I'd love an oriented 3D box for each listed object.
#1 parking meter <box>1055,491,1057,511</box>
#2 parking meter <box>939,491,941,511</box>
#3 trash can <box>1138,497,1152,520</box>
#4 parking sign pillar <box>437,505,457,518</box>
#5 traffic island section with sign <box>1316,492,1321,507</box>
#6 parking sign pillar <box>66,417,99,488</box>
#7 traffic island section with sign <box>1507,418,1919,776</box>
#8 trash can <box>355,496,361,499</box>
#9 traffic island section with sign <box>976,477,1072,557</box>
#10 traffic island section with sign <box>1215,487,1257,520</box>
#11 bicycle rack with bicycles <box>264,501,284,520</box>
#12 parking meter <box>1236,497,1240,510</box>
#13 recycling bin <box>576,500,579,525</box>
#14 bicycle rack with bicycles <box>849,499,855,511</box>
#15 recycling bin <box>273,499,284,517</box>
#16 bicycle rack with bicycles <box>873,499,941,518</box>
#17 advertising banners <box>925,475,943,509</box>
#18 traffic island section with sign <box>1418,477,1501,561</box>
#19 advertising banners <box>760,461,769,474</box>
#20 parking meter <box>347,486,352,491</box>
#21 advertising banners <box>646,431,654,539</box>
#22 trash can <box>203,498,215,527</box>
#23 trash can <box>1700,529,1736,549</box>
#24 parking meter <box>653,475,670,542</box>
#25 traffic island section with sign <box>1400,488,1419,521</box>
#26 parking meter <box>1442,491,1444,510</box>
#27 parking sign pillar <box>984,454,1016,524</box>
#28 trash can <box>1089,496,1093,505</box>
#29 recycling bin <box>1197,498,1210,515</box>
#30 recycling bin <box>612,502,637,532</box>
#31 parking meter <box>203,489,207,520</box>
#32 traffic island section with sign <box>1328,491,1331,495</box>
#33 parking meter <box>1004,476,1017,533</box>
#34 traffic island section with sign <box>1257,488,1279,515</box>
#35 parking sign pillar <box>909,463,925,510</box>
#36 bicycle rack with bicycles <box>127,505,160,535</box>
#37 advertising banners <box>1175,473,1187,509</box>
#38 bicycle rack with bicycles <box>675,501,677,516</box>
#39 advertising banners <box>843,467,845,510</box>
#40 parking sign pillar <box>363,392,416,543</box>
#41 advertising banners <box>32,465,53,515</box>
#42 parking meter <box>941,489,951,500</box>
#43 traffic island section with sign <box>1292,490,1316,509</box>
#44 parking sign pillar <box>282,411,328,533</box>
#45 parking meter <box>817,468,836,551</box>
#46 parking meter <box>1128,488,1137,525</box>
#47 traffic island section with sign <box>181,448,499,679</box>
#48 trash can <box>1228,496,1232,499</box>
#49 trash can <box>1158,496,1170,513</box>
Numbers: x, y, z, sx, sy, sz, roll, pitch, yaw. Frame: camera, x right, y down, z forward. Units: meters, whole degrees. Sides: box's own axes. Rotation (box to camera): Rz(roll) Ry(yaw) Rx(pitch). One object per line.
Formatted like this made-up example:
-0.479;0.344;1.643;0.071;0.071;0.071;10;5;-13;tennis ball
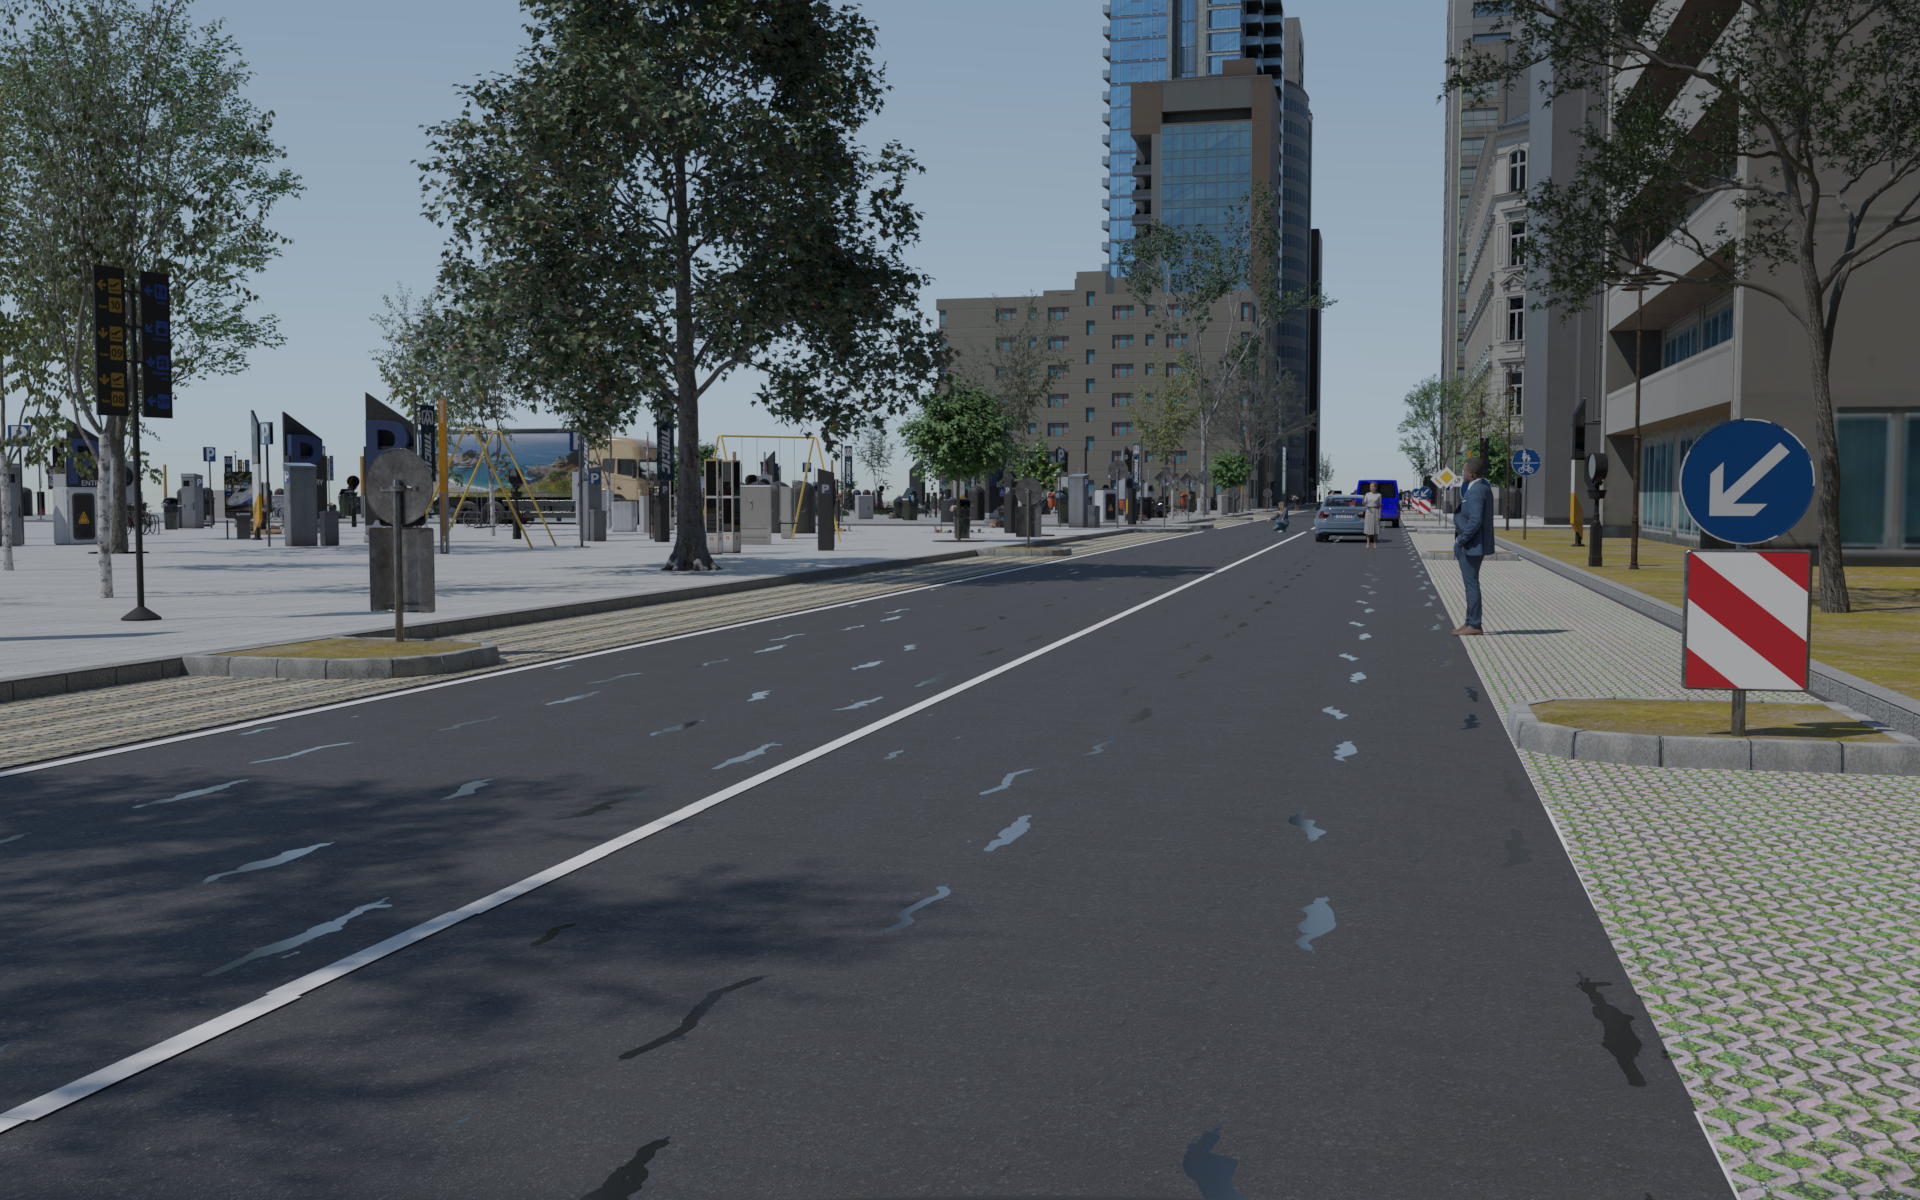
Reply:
7.593;-7.759;135.278;0.372;1.533;0.369;0;3;0;parking meter
-1.375;-7.386;129.176;0.372;1.533;0.369;0;3;0;parking meter
9.014;-4.447;84.361;0.748;1.137;0.748;0;3;0;trash can
-27.505;-6.418;93.402;1.447;3.967;1.447;1;4;13;parking sign pillar
40.072;-11.452;195.872;1.989;1.847;2.006;1;4;14;traffic island section with sign
-30.679;-4.430;60.907;1.447;3.967;1.447;-1;4;-20;parking sign pillar
4.198;-0.075;9.856;1.989;1.847;2.006;1;4;14;traffic island section with sign
-39.816;-6.311;114.835;0.748;1.137;0.748;0;3;0;trash can
1.555;-1.946;40.447;1.989;1.847;2.006;1;4;14;traffic island section with sign
15.046;-5.278;94.918;1.989;1.847;2.006;1;4;14;traffic island section with sign
-33.991;-4.454;86.206;2.852;0.926;2.925;-3;5;-41;bicycle rack with bicycles
22.278;-7.988;139.008;0.372;1.533;0.369;0;3;0;parking meter
-15.428;-3.596;71.341;0.722;1.027;0.722;-1;4;-9;recycling bin
-6.279;-6.519;119.965;2.852;0.926;2.925;2;4;28;bicycle rack with bicycles
-37.532;-5.085;95.692;0.722;1.027;0.722;-1;4;-15;recycling bin
-3.243;-5.494;103.204;2.852;0.926;2.925;-2;4;-28;bicycle rack with bicycles
-2.114;-9.059;144.303;2.074;3.025;0.090;-3;5;-43;advertising banners
11.150;-1.793;37.948;1.989;1.847;2.006;1;4;14;traffic island section with sign
-9.827;-5.934;93.215;2.074;3.025;0.090;-2;4;-31;advertising banners
-43.080;-7.131;122.309;0.255;1.863;0.399;-2;4;-33;parking meter
-8.829;-3.257;49.434;0.090;3.025;2.074;0;4;-4;advertising banners
-29.660;-3.456;68.159;0.748;1.137;0.748;0;3;0;trash can
11.110;-0.831;25.241;0.748;1.137;0.748;0;3;0;trash can
-7.953;-2.473;46.144;0.255;1.863;0.399;3;4;38;parking meter
24.408;-5.066;91.462;1.989;1.847;2.006;1;4;14;traffic island section with sign
37.938;-7.781;135.627;0.372;1.533;0.369;0;3;0;parking meter
1.770;-5.340;75.776;1.447;3.967;1.447;-2;4;-24;parking sign pillar
8.999;-6.751;122.032;0.748;1.137;0.748;0;3;0;trash can
15.079;-5.788;107.186;0.722;1.027;0.722;1;4;16;recycling bin
-11.356;-2.819;58.648;0.722;1.027;0.722;0;4;2;recycling bin
-37.223;-4.688;85.053;0.372;1.533;0.369;0;3;0;parking meter
60.005;-16.376;276.367;1.989;1.847;2.006;1;4;14;traffic island section with sign
1.653;-3.111;56.579;0.255;1.863;0.399;-3;5;-43;parking meter
21.593;-6.894;121.336;1.989;1.847;2.006;1;4;14;traffic island section with sign
-3.212;-8.671;130.241;1.447;3.967;1.447;3;5;41;parking sign pillar
-26.397;-2.521;54.596;2.852;0.926;2.925;1;4;13;bicycle rack with bicycles
18.908;-9.241;147.272;2.074;3.025;0.090;-3;5;-43;advertising banners
-15.740;-5.396;101.604;2.925;0.926;2.852;3;5;45;bicycle rack with bicycles
-7.611;-7.192;113.769;0.090;3.025;2.074;0;4;-6;advertising banners
-15.029;-3.502;45.734;1.447;3.967;1.447;0;4;-4;parking sign pillar
-55.659;-6.642;104.791;0.090;3.025;2.074;2;4;31;advertising banners
-0.617;-4.847;87.658;0.372;1.533;0.369;0;3;0;parking meter
33.577;-9.852;169.708;1.989;1.847;2.006;1;4;14;traffic island section with sign
-21.511;-4.186;56.909;1.447;3.967;1.447;3;5;44;parking sign pillar
-3.015;-2.049;39.215;0.399;1.863;0.255;0;4;4;parking meter
7.224;-3.931;72.682;0.372;1.533;0.369;0;3;0;parking meter
-4.940;-0.346;14.283;1.989;1.847;2.006;1;4;14;traffic island section with sign
18.536;-6.605;119.650;0.748;1.137;0.748;0;3;0;trash can
13.124;-6.107;111.497;0.748;1.137;0.748;0;3;0;trash can
